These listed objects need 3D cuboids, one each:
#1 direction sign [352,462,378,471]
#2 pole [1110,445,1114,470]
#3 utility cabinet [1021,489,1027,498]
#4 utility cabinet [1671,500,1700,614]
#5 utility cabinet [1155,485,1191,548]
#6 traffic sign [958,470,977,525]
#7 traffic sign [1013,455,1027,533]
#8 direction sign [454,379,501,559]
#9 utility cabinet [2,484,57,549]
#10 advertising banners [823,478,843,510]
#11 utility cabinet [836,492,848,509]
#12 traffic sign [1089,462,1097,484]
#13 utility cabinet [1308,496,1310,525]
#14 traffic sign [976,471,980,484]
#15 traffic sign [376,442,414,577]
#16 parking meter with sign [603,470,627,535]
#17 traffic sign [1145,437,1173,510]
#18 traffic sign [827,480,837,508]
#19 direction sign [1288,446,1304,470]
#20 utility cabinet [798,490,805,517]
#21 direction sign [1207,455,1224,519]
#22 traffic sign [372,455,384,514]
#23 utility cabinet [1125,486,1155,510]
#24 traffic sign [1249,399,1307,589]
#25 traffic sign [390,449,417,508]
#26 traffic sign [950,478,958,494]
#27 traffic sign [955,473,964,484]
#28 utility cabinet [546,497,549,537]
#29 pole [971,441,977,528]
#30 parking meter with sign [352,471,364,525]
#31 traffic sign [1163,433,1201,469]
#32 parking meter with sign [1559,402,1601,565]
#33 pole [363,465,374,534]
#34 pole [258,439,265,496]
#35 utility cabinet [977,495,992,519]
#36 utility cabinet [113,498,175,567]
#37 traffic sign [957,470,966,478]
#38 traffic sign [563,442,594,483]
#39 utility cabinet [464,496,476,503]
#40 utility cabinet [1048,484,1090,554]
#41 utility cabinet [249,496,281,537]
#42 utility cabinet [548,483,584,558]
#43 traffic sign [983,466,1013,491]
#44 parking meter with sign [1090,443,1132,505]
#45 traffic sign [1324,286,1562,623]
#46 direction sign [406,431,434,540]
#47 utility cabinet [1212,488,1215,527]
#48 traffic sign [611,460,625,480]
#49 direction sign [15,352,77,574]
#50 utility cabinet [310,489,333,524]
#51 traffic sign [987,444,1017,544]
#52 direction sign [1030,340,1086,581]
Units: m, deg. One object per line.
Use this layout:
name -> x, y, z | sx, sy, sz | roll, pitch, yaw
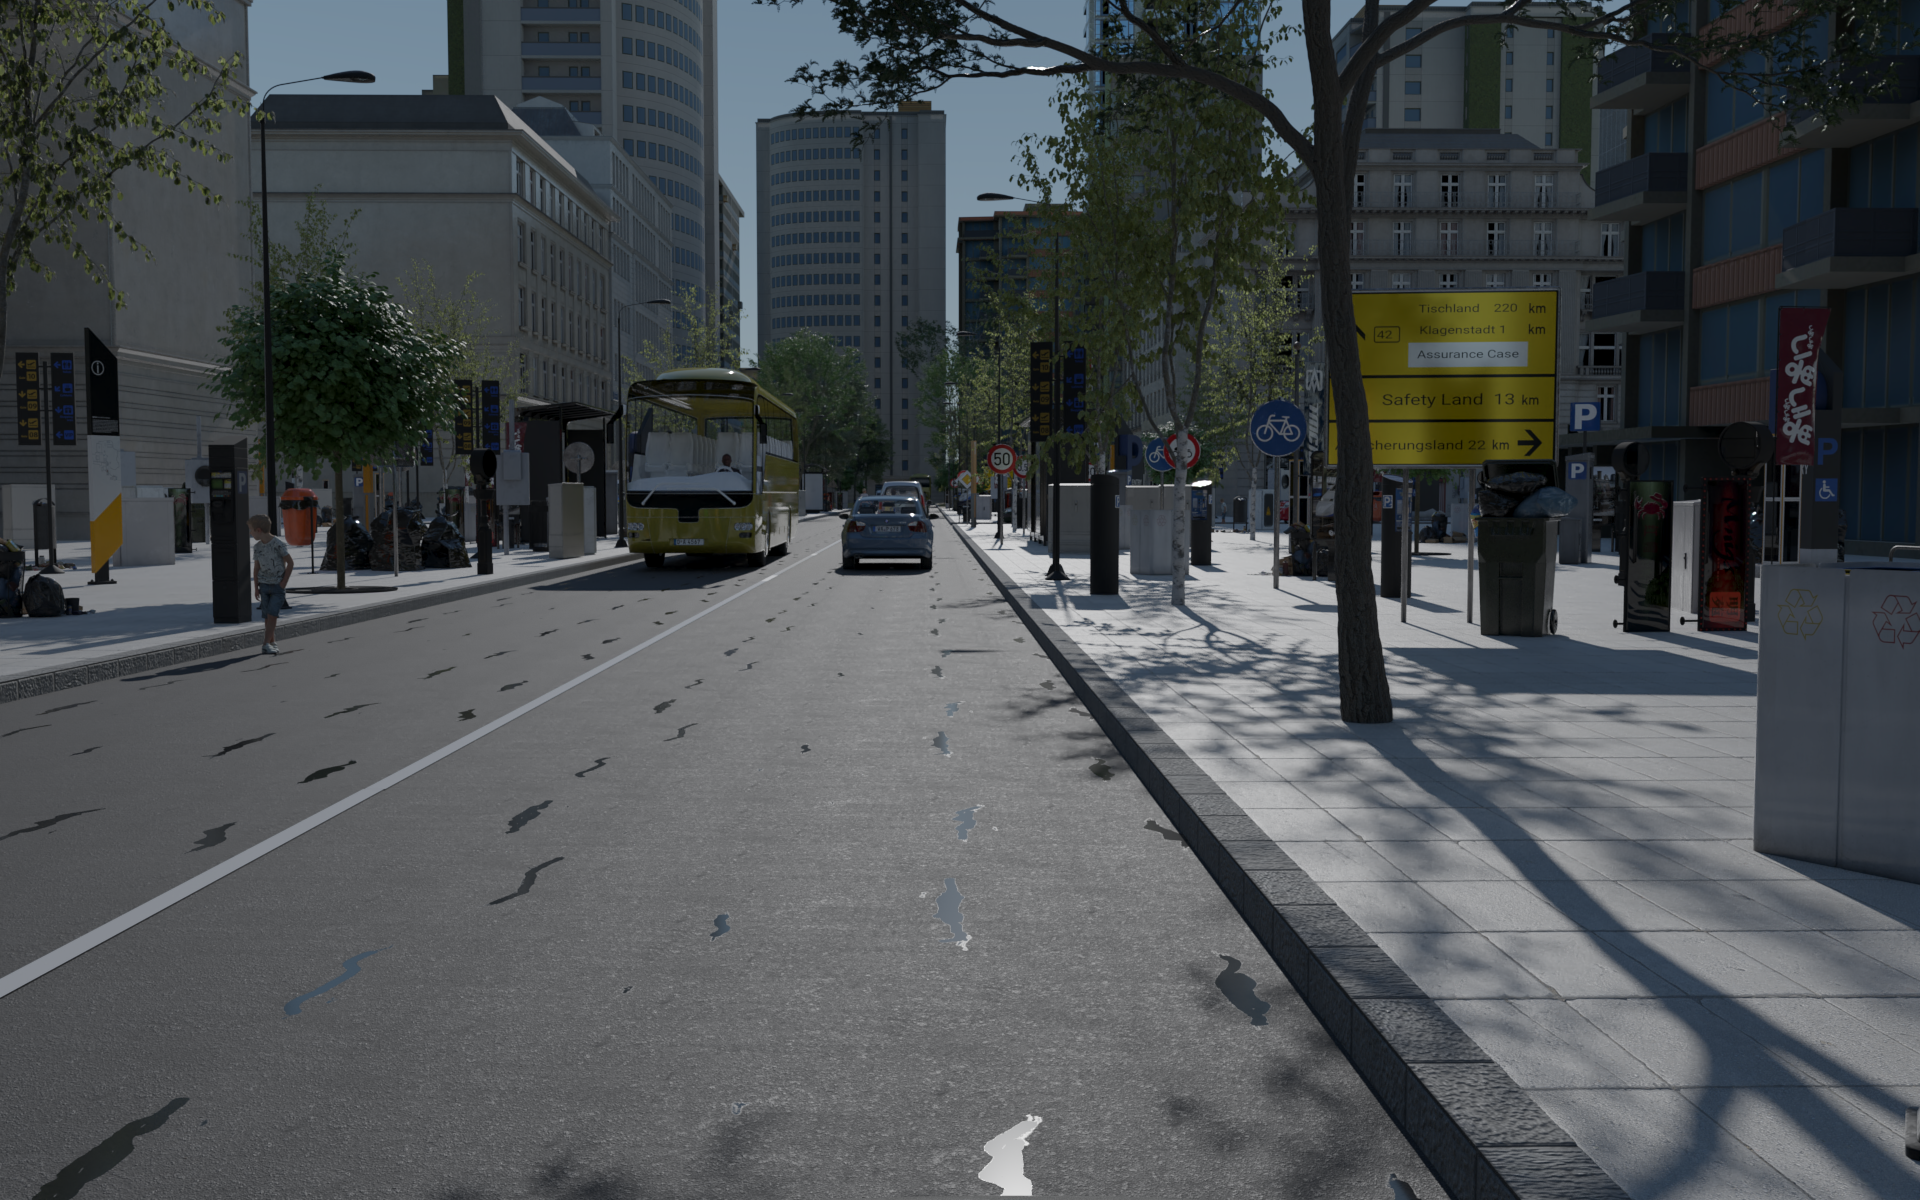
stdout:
direction sign -> -20.405, -4.122, 59.388 | 0.876, 3.537, 0.379 | 0, 4, 0
pole -> 6.337, -4.780, 71.997 | 0.158, 3.312, 0.155 | 0, 3, 0
utility cabinet -> 3.395, -4.358, 79.930 | 1.173, 1.500, 0.318 | -2, 4, -33
utility cabinet -> 8.069, -0.481, 19.028 | 0.306, 1.237, 1.020 | 1, 4, 11
utility cabinet -> 5.274, -1.968, 40.852 | 1.173, 1.500, 0.318 | 1, 4, 11
traffic sign -> 0.302, -4.193, 72.204 | 0.795, 2.450, 0.064 | 0, 4, -1
traffic sign -> 2.082, -3.439, 56.335 | 0.768, 2.556, 0.104 | 0, 3, 0
direction sign -> -9.574, -2.595, 34.426 | 0.876, 3.537, 0.379 | -2, 4, -27
utility cabinet -> -21.408, -1.905, 39.833 | 0.318, 1.500, 1.173 | 1, 4, 21
advertising banners -> -10.486, -8.847, 140.834 | 2.074, 3.025, 0.090 | -1, 4, -10
utility cabinet -> -10.257, -8.643, 149.999 | 0.318, 1.500, 1.173 | 3, 5, 43
traffic sign -> 5.153, -4.202, 68.808 | 0.768, 2.556, 0.104 | 0, 4, 7
utility cabinet -> 14.347, -3.511, 68.571 | 1.020, 1.237, 0.306 | 0, 4, 8
traffic sign -> 0.767, -5.470, 89.433 | 0.884, 2.594, 0.081 | 0, 4, 2
traffic sign -> -8.760, -1.512, 26.856 | 0.606, 2.300, 0.079 | 0, 4, 2
parking meter with sign -> -11.193, -3.589, 54.937 | 1.738, 3.016, 0.543 | -1, 4, -9
traffic sign -> 4.528, -2.366, 38.792 | 0.768, 2.556, 0.104 | 0, 4, 6
traffic sign -> -10.251, -8.508, 139.106 | 0.884, 2.594, 0.081 | 0, 4, 4
direction sign -> 16.042, -5.526, 82.345 | 0.876, 3.537, 0.379 | 1, 4, 11
utility cabinet -> -9.115, -5.418, 97.268 | 0.318, 1.500, 1.173 | 2, 4, 28
direction sign -> 13.407, -6.054, 90.987 | 0.876, 3.537, 0.379 | 2, 4, 27
traffic sign -> -11.294, -2.061, 33.801 | 0.768, 2.556, 0.104 | 0, 4, 4
utility cabinet -> 5.133, -2.369, 47.411 | 1.173, 1.500, 0.318 | 0, 4, -2
traffic sign -> 4.294, -1.428, 23.450 | 0.768, 2.556, 0.104 | 0, 4, 4
traffic sign -> -12.729, -2.403, 39.397 | 0.768, 2.556, 0.104 | 1, 4, 8
traffic sign -> -0.413, -8.503, 139.124 | 0.768, 2.556, 0.104 | 0, 4, 3
traffic sign -> 0.150, -4.682, 80.187 | 0.795, 2.450, 0.064 | 0, 4, -1
utility cabinet -> -9.501, -1.885, 41.980 | 1.020, 1.237, 0.306 | 1, 4, 15
pole -> 0.523, -4.433, 66.321 | 0.158, 3.312, 0.155 | 0, 3, 0
parking meter with sign -> -21.521, -4.018, 61.950 | 0.543, 3.016, 1.738 | -1, 4, -21
traffic sign -> 4.563, -2.178, 35.710 | 0.768, 2.556, 0.104 | 0, 4, 1
parking meter with sign -> 11.487, -2.197, 32.184 | 0.543, 3.016, 1.738 | 2, 4, 27
pole -> -12.987, -2.701, 37.997 | 0.158, 3.312, 0.155 | 0, 3, 0
pole -> -25.955, -4.315, 64.396 | 0.158, 3.312, 0.155 | 0, 3, 0
utility cabinet -> 1.089, -4.683, 87.723 | 1.020, 1.237, 0.306 | 1, 4, 20
utility cabinet -> -14.657, -1.218, 31.077 | 0.306, 1.237, 1.020 | 3, 4, 36
traffic sign -> 0.238, -5.673, 92.855 | 0.768, 2.556, 0.104 | 0, 3, 0
traffic sign -> -9.333, -2.587, 42.399 | 0.768, 2.556, 0.104 | 0, 4, 0
utility cabinet -> -19.628, -3.581, 69.711 | 1.020, 1.237, 0.306 | 1, 4, 14
utility cabinet -> 2.460, -1.733, 37.017 | 1.173, 1.500, 0.318 | 2, 4, 32
utility cabinet -> -21.111, -2.524, 52.426 | 1.020, 1.237, 0.306 | -1, 4, -18
utility cabinet -> -7.885, -1.588, 34.649 | 0.318, 1.500, 1.173 | 0, 4, 8
traffic sign -> 2.836, -8.144, 127.023 | 2.265, 3.308, 0.079 | 0, 4, 5
parking meter with sign -> 4.969, -3.535, 54.054 | 1.738, 3.016, 0.543 | 2, 4, 27
traffic sign -> 4.759, -1.426, 17.184 | 2.265, 3.308, 0.079 | 0, 4, 6
direction sign -> -15.025, -3.422, 47.948 | 0.876, 3.537, 0.379 | -1, 4, -12
utility cabinet -> 9.132, -3.513, 66.119 | 1.173, 1.500, 0.318 | 2, 4, 29
traffic sign -> -12.568, -3.929, 64.349 | 0.768, 2.556, 0.104 | 0, 4, -1
direction sign -> -14.639, -2.190, 27.808 | 0.876, 3.537, 0.379 | 0, 4, -7
utility cabinet -> -26.851, -3.891, 72.302 | 1.173, 1.500, 0.318 | -2, 4, -33
traffic sign -> 1.064, -2.687, 44.030 | 0.768, 2.556, 0.104 | 0, 4, -1
direction sign -> 1.455, -2.064, 25.750 | 0.876, 3.537, 0.379 | 2, 4, 24
